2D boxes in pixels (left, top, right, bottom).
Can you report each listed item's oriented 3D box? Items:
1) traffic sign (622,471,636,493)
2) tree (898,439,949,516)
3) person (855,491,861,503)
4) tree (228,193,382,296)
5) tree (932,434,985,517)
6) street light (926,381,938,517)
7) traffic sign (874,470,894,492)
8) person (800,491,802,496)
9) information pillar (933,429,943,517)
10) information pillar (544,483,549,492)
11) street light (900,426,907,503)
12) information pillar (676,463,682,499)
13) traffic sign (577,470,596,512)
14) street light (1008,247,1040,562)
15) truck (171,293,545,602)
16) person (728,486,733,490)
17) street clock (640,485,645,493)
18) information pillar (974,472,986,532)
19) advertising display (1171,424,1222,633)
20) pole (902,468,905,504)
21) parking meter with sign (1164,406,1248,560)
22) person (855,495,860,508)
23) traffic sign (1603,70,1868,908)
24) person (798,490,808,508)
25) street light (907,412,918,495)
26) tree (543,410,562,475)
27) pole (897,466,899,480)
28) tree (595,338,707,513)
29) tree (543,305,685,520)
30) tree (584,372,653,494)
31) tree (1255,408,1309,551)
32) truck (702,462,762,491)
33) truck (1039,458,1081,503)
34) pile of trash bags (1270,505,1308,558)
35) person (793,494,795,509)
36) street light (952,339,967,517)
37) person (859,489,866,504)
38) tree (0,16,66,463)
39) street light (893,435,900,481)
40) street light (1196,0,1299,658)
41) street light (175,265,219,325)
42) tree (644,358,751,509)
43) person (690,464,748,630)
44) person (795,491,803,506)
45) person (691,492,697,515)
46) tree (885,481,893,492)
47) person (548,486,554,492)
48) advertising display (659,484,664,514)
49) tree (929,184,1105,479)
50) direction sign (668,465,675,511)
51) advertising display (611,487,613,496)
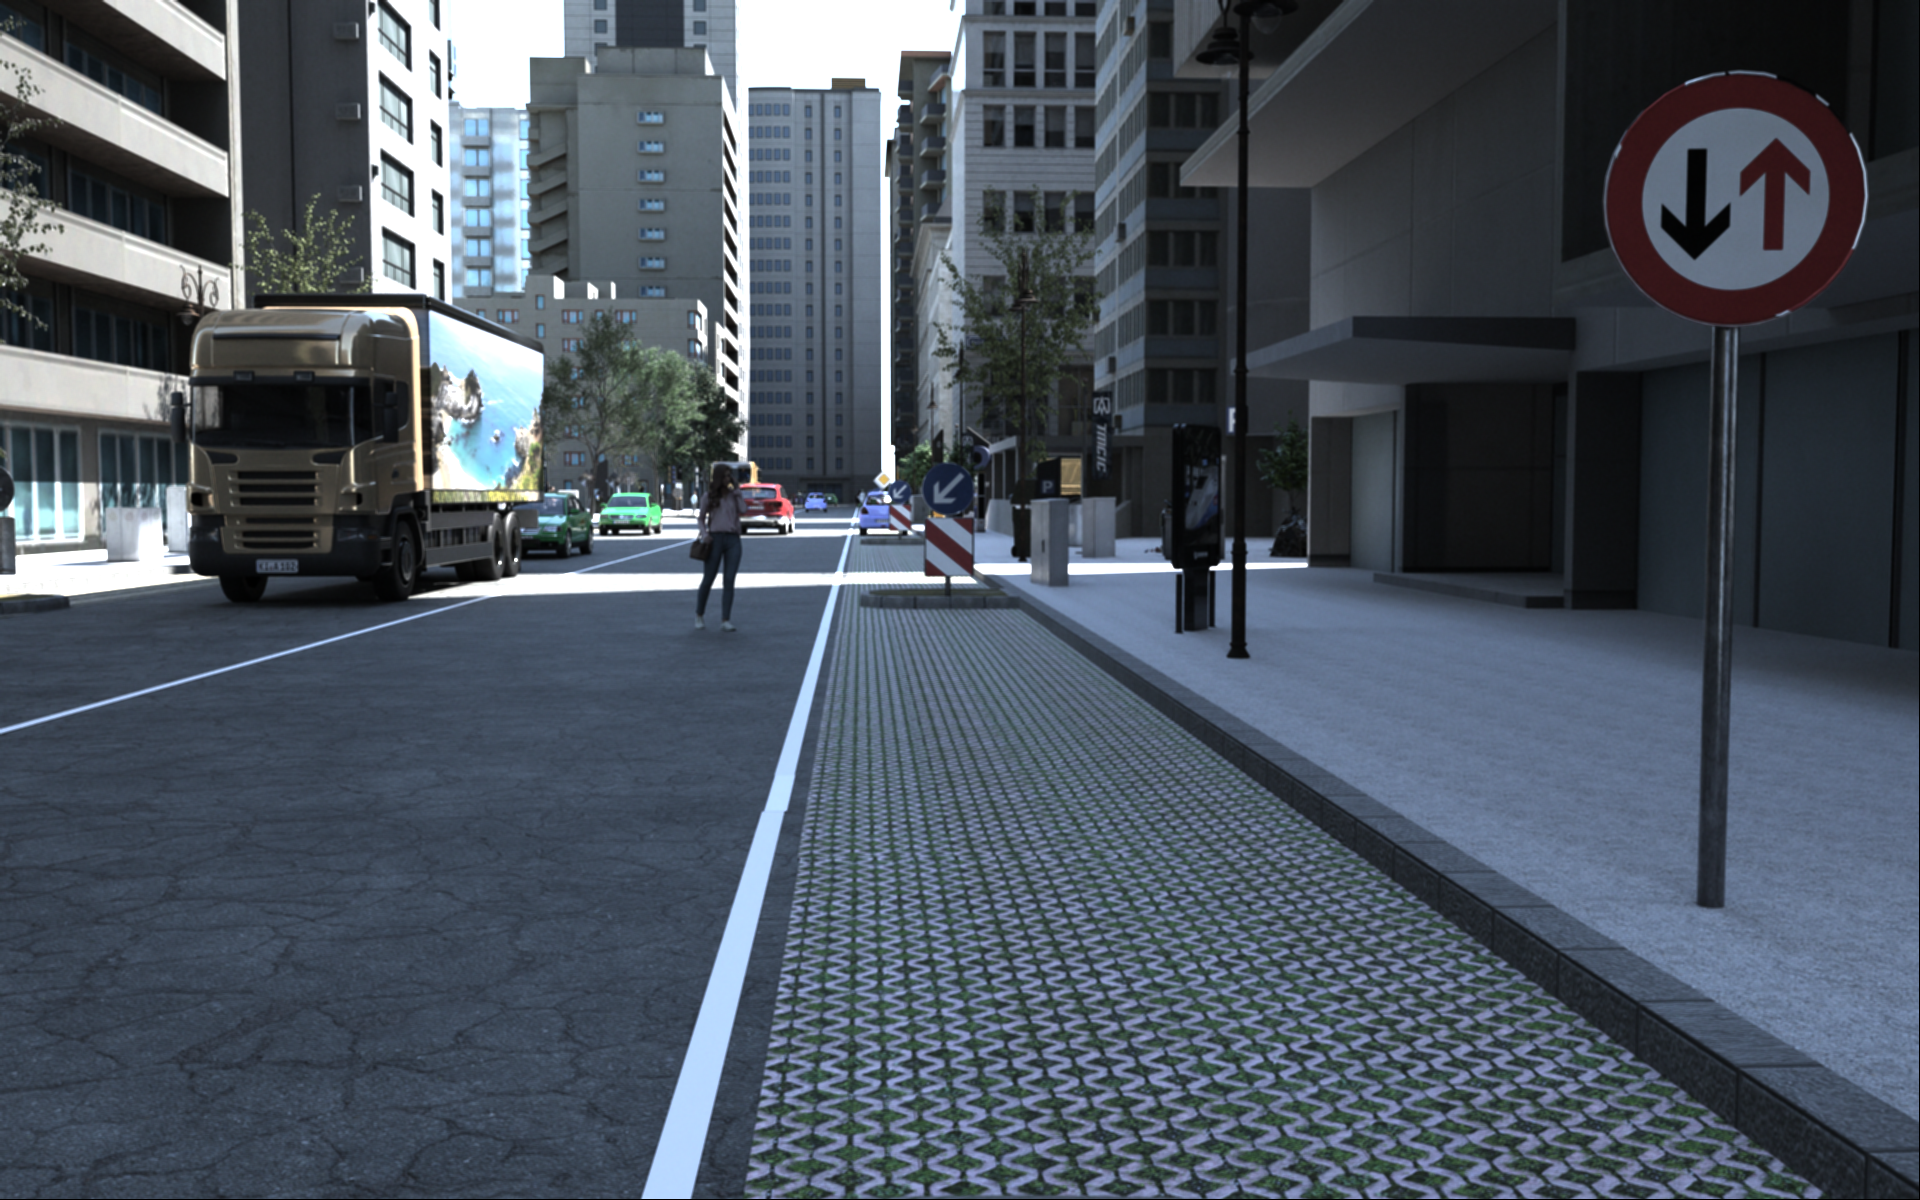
[{"bbox_3d":[-18.438,-5.896,96.503,0.768,2.556,0.104,0,4,1],"label":"traffic sign"},{"bbox_3d":[-1.840,-7.186,101.206,4.285,4.588,4.351,0,3,0],"label":"tree"},{"bbox_3d":[-11.164,-11.304,193.287,1.348,1.831,0.705,2,4,24],"label":"person"},{"bbox_3d":[-16.382,-5.686,43.322,4.737,8.622,4.395,0,3,0],"label":"tree"},{"bbox_3d":[-0.157,-3.730,55.579,1.663,3.219,1.824,0,3,0],"label":"tree"},{"bbox_3d":[-1.137,-6.003,70.943,0.468,5.910,1.993,0,4,-3],"label":"street light"},{"bbox_3d":[-3.137,-4.151,71.510,0.795,2.450,0.064,0,4,-3],"label":"traffic sign"},{"bbox_3d":[-20.814,-13.325,226.456,1.348,1.812,0.705,0,4,1],"label":"person"},{"bbox_3d":[-0.777,-4.353,62.527,0.183,3.616,0.504,-3,5,-42],"label":"information pillar"},{"bbox_3d":[-27.303,-6.717,114.320,0.304,2.012,0.304,-1,4,-21],"label":"information pillar"},{"bbox_3d":[-3.582,-8.732,115.555,0.468,5.910,1.993,0,4,-3],"label":"street light"},{"bbox_3d":[-21.425,-8.611,132.138,0.504,3.616,0.183,-2,4,-34],"label":"information pillar"},{"bbox_3d":[-15.263,-4.110,70.839,0.795,2.450,0.064,0,4,-3],"label":"traffic sign"},{"bbox_3d":[1.190,-3.664,32.689,0.468,5.910,1.993,0,4,-3],"label":"street light"},{"bbox_3d":[-8.710,-2.298,26.492,2.839,4.237,11.283,0,4,-2],"label":"truck"},{"bbox_3d":[-10.393,-4.269,78.469,0.661,1.801,0.590,1,4,15],"label":"person"},{"bbox_3d":[-25.428,-8.193,138.518,0.471,2.002,0.358,1,4,16],"label":"street clock"},{"bbox_3d":[0.661,-3.273,57.999,0.304,2.012,0.304,-1,4,-22],"label":"information pillar"},{"bbox_3d":[2.228,-0.678,16.302,0.123,1.923,0.974,2,4,29],"label":"advertising display"},{"bbox_3d":[-4.441,-8.687,135.874,0.158,3.312,0.155,0,3,0],"label":"pole"},{"bbox_3d":[4.799,-2.303,33.907,1.738,3.016,0.543,-2,4,-34],"label":"parking meter with sign"},{"bbox_3d":[-10.726,-10.488,183.162,0.799,1.438,0.628,1,4,15],"label":"person"},{"bbox_3d":[2.342,-0.319,5.325,0.768,2.556,0.104,0,4,6],"label":"traffic sign"},{"bbox_3d":[-15.529,-10.088,173.529,1.350,1.814,0.705,0,4,-1],"label":"person"},{"bbox_3d":[-2.551,-7.562,96.420,0.468,5.910,1.993,0,4,-3],"label":"street light"},{"bbox_3d":[-34.133,-11.546,139.133,4.360,8.622,3.978,0,3,0],"label":"tree"},{"bbox_3d":[-4.444,-7.968,124.114,0.158,3.312,0.155,0,3,0],"label":"pole"},{"bbox_3d":[-20.389,-11.608,115.539,9.928,11.665,9.643,0,3,0],"label":"tree"},{"bbox_3d":[-18.075,-9.247,85.597,7.601,10.594,8.767,2,4,32],"label":"tree"},{"bbox_3d":[-20.102,-9.275,102.015,4.360,8.622,3.978,0,3,0],"label":"tree"},{"bbox_3d":[7.449,-2.721,39.088,1.663,3.219,1.824,0,3,0],"label":"tree"},{"bbox_3d":[-13.725,-6.735,106.035,3.469,3.379,9.791,0,4,-4],"label":"truck"},{"bbox_3d":[7.417,-4.894,75.934,9.791,3.379,3.469,0,4,-2],"label":"truck"},{"bbox_3d":[8.111,-1.600,35.918,3.447,1.369,1.912,-3,5,-41],"label":"pile of trash bags"},{"bbox_3d":[-15.685,-9.305,163.897,0.557,1.426,1.065,0,4,-4],"label":"person"},{"bbox_3d":[0.039,-4.834,51.817,0.468,5.910,1.993,0,4,-3],"label":"street light"},{"bbox_3d":[-8.543,-8.829,152.726,0.514,1.842,0.818,-3,5,-43],"label":"person"},{"bbox_3d":[-14.935,-4.570,25.076,4.360,8.622,3.978,0,3,0],"label":"tree"},{"bbox_3d":[-4.767,-9.902,134.680,0.468,5.910,1.993,0,4,-3],"label":"street light"},{"bbox_3d":[2.184,-2.485,13.418,0.468,5.910,1.993,0,4,-3],"label":"street light"},{"bbox_3d":[-15.340,-3.813,35.130,0.468,5.910,1.993,0,4,-3],"label":"street light"},{"bbox_3d":[-22.354,-14.012,146.098,9.611,12.733,9.660,0,3,0],"label":"tree"},{"bbox_3d":[-2.581,-0.566,18.345,0.593,1.750,0.643,-1,4,-20],"label":"person"},{"bbox_3d":[-19.498,-12.290,209.530,1.350,1.814,0.705,-2,4,-25],"label":"person"},{"bbox_3d":[-18.177,-6.623,118.593,0.330,1.601,0.589,-3,4,-37],"label":"person"},{"bbox_3d":[-8.730,-13.007,207.259,1.663,3.219,1.824,0,3,0],"label":"tree"},{"bbox_3d":[-17.635,-4.052,75.085,0.374,1.781,0.599,-3,5,-39],"label":"person"},{"bbox_3d":[-18.979,-6.419,110.164,0.123,1.923,0.974,0,4,-2],"label":"advertising display"},{"bbox_3d":[1.547,-5.505,40.369,4.737,8.622,4.395,0,3,0],"label":"tree"},{"bbox_3d":[-22.468,-8.743,134.944,0.876,3.537,0.379,3,5,40],"label":"direction sign"},{"bbox_3d":[-30.677,-9.014,152.591,0.123,1.923,0.974,-1,4,-10],"label":"advertising display"}]
